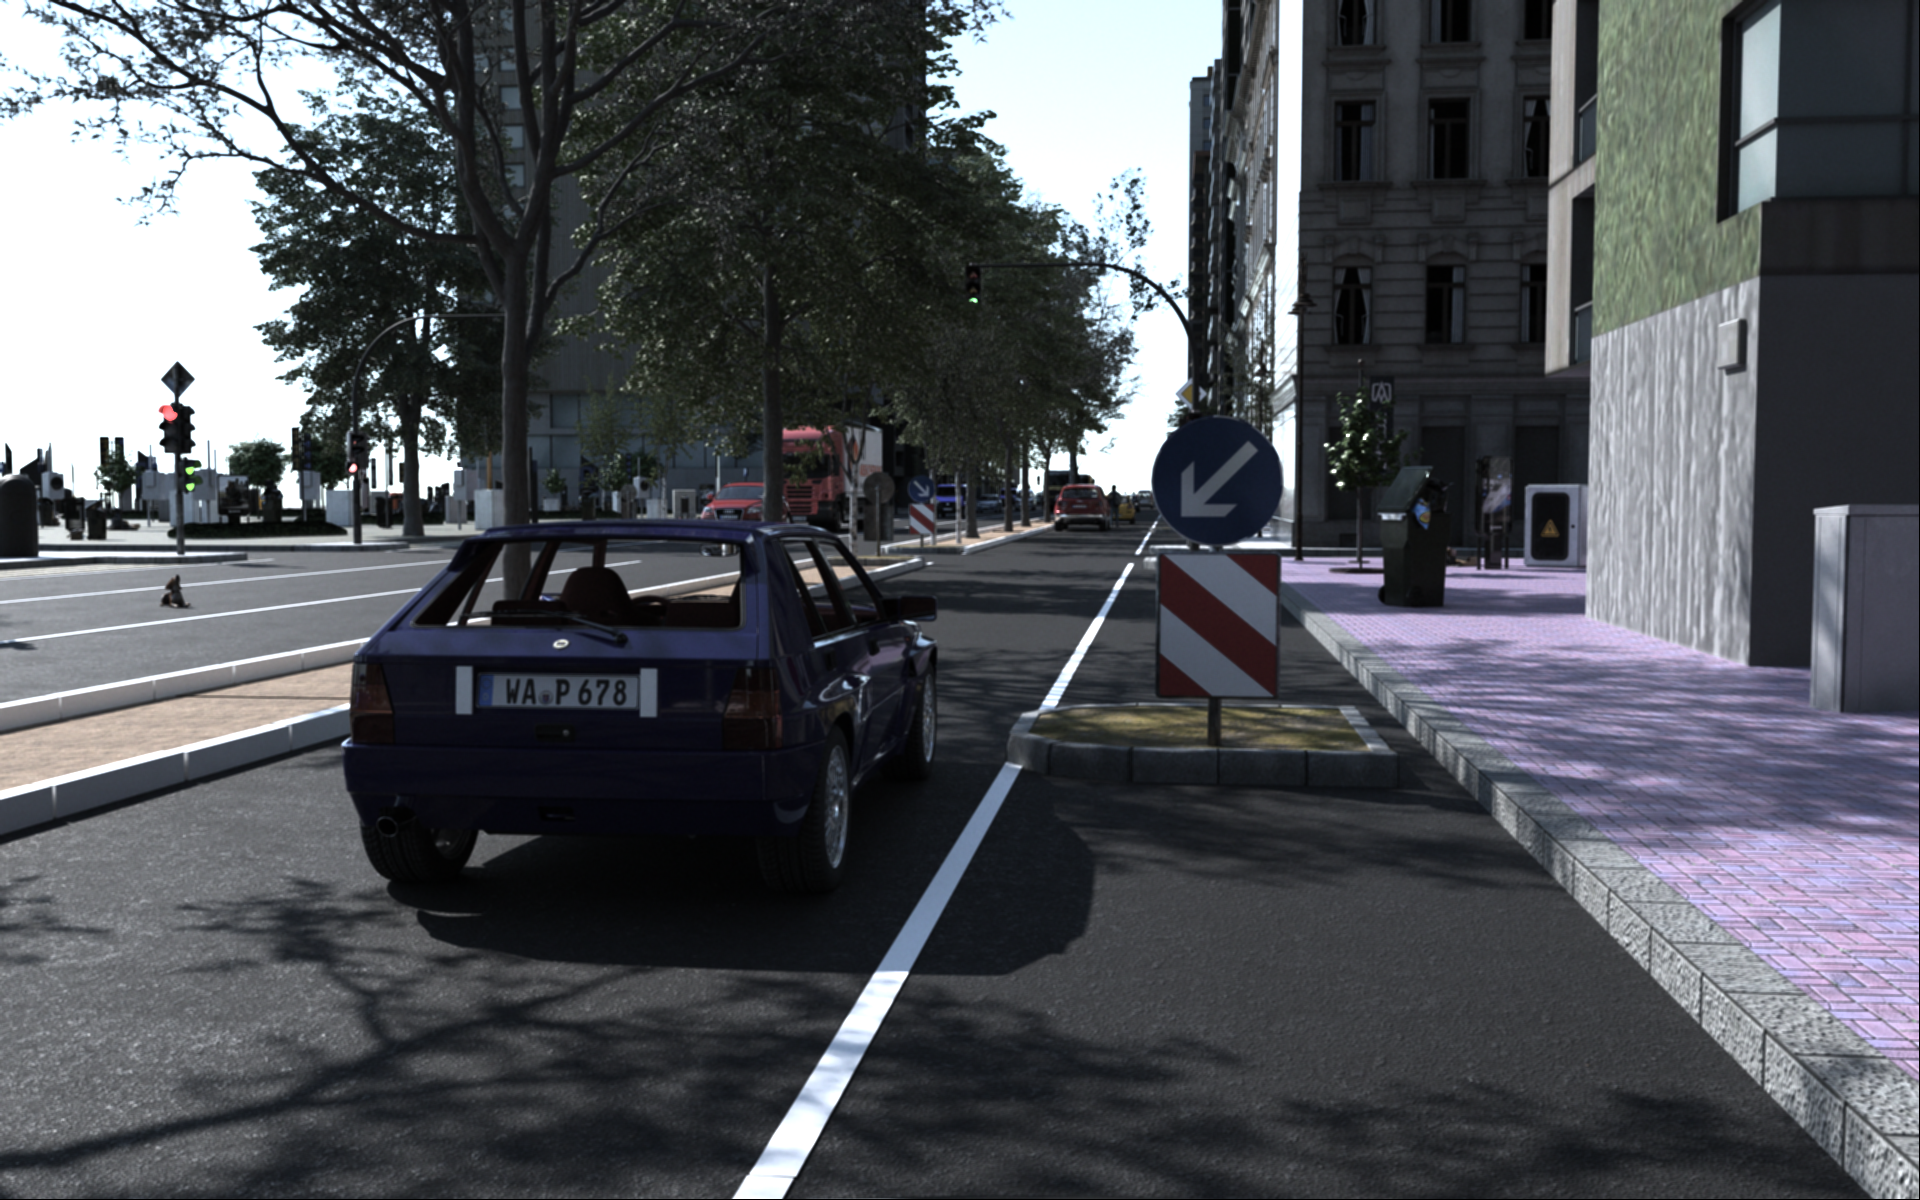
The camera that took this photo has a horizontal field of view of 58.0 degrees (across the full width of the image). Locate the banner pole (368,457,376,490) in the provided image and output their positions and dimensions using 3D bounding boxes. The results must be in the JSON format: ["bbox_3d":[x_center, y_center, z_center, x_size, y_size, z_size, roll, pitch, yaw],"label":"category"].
[{"bbox_3d":[-35.608,-7.025,104.871,0.401,3.779,0.863,2,4,26],"label":"banner pole"}]

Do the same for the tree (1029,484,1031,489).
[{"bbox_3d":[11.063,-17.281,277.146,1.663,3.219,1.824,0,3,0],"label":"tree"}]

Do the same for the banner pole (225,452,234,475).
[{"bbox_3d":[-43.932,-6.989,104.294,0.863,3.779,0.401,0,4,-7],"label":"banner pole"}]

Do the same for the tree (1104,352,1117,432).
[{"bbox_3d":[2.913,-9.443,74.976,7.486,12.596,7.792,0,3,0],"label":"tree"}]

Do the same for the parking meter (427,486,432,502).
[{"bbox_3d":[-37.125,-7.075,121.388,0.399,1.863,0.255,2,4,35],"label":"parking meter"}]

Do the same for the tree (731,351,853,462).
[{"bbox_3d":[-10.710,-10.501,106.096,7.601,10.594,8.767,2,4,30],"label":"tree"}]

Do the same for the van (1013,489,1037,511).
[{"bbox_3d":[5.653,-8.720,149.578,2.013,2.044,4.112,0,4,6],"label":"van"}]

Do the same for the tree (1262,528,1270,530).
[{"bbox_3d":[11.141,-4.090,61.472,1.663,3.219,1.824,0,3,0],"label":"tree"}]

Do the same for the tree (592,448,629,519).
[{"bbox_3d":[-14.189,-4.741,72.113,1.663,3.219,1.824,0,3,0],"label":"tree"}]

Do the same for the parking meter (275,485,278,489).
[{"bbox_3d":[-36.284,-5.259,91.688,0.399,1.863,0.255,-2,4,-25],"label":"parking meter"}]

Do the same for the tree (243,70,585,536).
[{"bbox_3d":[-16.775,-8.955,53.068,9.857,13.997,8.962,0,3,0],"label":"tree"}]

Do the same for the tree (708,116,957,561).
[{"bbox_3d":[-2.068,-4.934,33.484,4.737,8.622,4.395,0,3,0],"label":"tree"}]

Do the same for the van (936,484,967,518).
[{"bbox_3d":[-0.439,-6.249,106.557,2.240,2.365,5.245,0,4,7],"label":"van"}]

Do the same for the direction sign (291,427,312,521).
[{"bbox_3d":[-22.178,-4.061,58.399,0.876,3.537,0.379,2,4,26],"label":"direction sign"}]

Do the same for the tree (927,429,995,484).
[{"bbox_3d":[0.298,-15.842,193.436,8.767,10.594,7.601,0,4,7],"label":"tree"}]

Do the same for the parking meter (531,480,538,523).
[{"bbox_3d":[-17.121,-3.914,69.700,0.255,1.863,0.399,-1,4,-13],"label":"parking meter"}]

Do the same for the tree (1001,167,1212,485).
[{"bbox_3d":[7.654,-14.750,99.513,12.611,20.169,13.585,0,3,0],"label":"tree"}]

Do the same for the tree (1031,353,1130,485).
[{"bbox_3d":[7.416,-11.205,111.417,9.928,11.665,9.643,0,3,0],"label":"tree"}]

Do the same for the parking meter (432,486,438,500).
[{"bbox_3d":[-36.332,-7.027,120.600,0.399,1.863,0.255,0,4,6],"label":"parking meter"}]

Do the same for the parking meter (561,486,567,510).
[{"bbox_3d":[-27.157,-6.918,118.814,0.399,1.863,0.255,0,4,1],"label":"parking meter"}]

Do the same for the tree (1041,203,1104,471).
[{"bbox_3d":[0.427,-8.234,55.216,7.486,12.596,7.792,0,3,0],"label":"tree"}]

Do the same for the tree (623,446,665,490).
[{"bbox_3d":[-21.620,-8.165,117.217,4.285,4.588,4.351,0,3,0],"label":"tree"}]

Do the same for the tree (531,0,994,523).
[{"bbox_3d":[-2.948,-6.522,27.225,7.486,12.596,7.792,0,3,0],"label":"tree"}]

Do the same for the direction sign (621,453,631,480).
[{"bbox_3d":[-18.559,-6.355,95.902,0.876,3.537,0.379,2,4,26],"label":"direction sign"}]

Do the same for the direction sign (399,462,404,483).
[{"bbox_3d":[-39.431,-8.023,123.174,0.876,3.537,0.379,-1,4,-21],"label":"direction sign"}]

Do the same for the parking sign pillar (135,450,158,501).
[{"bbox_3d":[-49.524,-7.155,105.458,1.447,3.967,1.447,1,4,11],"label":"parking sign pillar"}]

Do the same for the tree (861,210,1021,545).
[{"bbox_3d":[-0.689,-5.576,43.994,4.360,8.622,3.978,0,3,0],"label":"tree"}]

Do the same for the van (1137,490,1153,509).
[{"bbox_3d":[18.028,-9.910,169.034,2.013,2.044,4.112,0,4,7],"label":"van"}]

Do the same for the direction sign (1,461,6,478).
[{"bbox_3d":[-65.515,-7.760,118.873,0.876,3.537,0.379,2,4,32],"label":"direction sign"}]

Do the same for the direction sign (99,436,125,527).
[{"bbox_3d":[-33.368,-4.663,68.230,0.876,3.537,0.379,-2,4,-32],"label":"direction sign"}]

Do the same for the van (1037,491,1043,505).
[{"bbox_3d":[11.545,-14.134,238.105,2.013,2.044,4.112,0,4,7],"label":"van"}]

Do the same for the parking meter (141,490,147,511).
[{"bbox_3d":[-45.613,-5.416,96.957,0.372,1.533,0.369,0,3,0],"label":"parking meter"}]

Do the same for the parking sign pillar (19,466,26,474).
[{"bbox_3d":[-67.681,-8.416,126.076,1.447,3.967,1.447,-1,4,-14],"label":"parking sign pillar"}]

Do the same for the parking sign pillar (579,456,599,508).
[{"bbox_3d":[-25.961,-8.117,121.190,1.447,3.967,1.447,1,4,14],"label":"parking sign pillar"}]

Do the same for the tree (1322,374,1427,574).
[{"bbox_3d":[6.473,-2.056,28.221,1.663,3.219,1.824,0,3,0],"label":"tree"}]

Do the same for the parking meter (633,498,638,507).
[{"bbox_3d":[-21.594,-6.520,115.006,0.372,1.533,0.369,0,3,0],"label":"parking meter"}]

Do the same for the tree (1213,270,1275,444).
[{"bbox_3d":[10.221,-6.418,55.290,4.360,8.622,3.978,0,3,0],"label":"tree"}]

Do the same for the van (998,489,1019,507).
[{"bbox_3d":[5.391,-11.203,187.550,2.240,2.365,5.245,0,4,8],"label":"van"}]

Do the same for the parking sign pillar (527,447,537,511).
[{"bbox_3d":[-24.689,-6.796,99.591,1.447,3.967,1.447,-2,4,-28],"label":"parking sign pillar"}]

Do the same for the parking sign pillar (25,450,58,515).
[{"bbox_3d":[-55.608,-7.135,105.135,1.447,3.967,1.447,-1,4,-22],"label":"parking sign pillar"}]

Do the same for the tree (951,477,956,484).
[{"bbox_3d":[-0.524,-11.871,188.694,1.663,3.219,1.824,0,3,0],"label":"tree"}]

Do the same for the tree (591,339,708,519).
[{"bbox_3d":[-13.283,-7.834,78.441,4.737,8.622,4.395,0,3,0],"label":"tree"}]

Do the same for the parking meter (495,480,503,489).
[{"bbox_3d":[-19.435,-4.137,73.352,0.399,1.863,0.255,2,4,24],"label":"parking meter"}]

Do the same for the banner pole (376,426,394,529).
[{"bbox_3d":[-21.197,-4.543,64.294,0.401,3.779,0.863,0,4,5],"label":"banner pole"}]

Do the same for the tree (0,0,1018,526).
[{"bbox_3d":[-4.078,-6.290,15.673,12.009,13.543,11.850,0,3,0],"label":"tree"}]

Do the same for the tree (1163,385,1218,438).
[{"bbox_3d":[28.015,-17.880,198.994,9.857,13.997,8.962,0,3,0],"label":"tree"}]

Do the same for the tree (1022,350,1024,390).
[{"bbox_3d":[-0.049,-5.903,49.338,4.360,8.622,3.978,0,3,0],"label":"tree"}]

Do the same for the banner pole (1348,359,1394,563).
[{"bbox_3d":[7.681,-2.583,32.255,0.863,3.779,0.401,0,4,-4],"label":"banner pole"}]

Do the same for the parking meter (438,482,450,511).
[{"bbox_3d":[-25.293,-4.857,85.127,0.255,1.863,0.399,3,4,37],"label":"parking meter"}]
